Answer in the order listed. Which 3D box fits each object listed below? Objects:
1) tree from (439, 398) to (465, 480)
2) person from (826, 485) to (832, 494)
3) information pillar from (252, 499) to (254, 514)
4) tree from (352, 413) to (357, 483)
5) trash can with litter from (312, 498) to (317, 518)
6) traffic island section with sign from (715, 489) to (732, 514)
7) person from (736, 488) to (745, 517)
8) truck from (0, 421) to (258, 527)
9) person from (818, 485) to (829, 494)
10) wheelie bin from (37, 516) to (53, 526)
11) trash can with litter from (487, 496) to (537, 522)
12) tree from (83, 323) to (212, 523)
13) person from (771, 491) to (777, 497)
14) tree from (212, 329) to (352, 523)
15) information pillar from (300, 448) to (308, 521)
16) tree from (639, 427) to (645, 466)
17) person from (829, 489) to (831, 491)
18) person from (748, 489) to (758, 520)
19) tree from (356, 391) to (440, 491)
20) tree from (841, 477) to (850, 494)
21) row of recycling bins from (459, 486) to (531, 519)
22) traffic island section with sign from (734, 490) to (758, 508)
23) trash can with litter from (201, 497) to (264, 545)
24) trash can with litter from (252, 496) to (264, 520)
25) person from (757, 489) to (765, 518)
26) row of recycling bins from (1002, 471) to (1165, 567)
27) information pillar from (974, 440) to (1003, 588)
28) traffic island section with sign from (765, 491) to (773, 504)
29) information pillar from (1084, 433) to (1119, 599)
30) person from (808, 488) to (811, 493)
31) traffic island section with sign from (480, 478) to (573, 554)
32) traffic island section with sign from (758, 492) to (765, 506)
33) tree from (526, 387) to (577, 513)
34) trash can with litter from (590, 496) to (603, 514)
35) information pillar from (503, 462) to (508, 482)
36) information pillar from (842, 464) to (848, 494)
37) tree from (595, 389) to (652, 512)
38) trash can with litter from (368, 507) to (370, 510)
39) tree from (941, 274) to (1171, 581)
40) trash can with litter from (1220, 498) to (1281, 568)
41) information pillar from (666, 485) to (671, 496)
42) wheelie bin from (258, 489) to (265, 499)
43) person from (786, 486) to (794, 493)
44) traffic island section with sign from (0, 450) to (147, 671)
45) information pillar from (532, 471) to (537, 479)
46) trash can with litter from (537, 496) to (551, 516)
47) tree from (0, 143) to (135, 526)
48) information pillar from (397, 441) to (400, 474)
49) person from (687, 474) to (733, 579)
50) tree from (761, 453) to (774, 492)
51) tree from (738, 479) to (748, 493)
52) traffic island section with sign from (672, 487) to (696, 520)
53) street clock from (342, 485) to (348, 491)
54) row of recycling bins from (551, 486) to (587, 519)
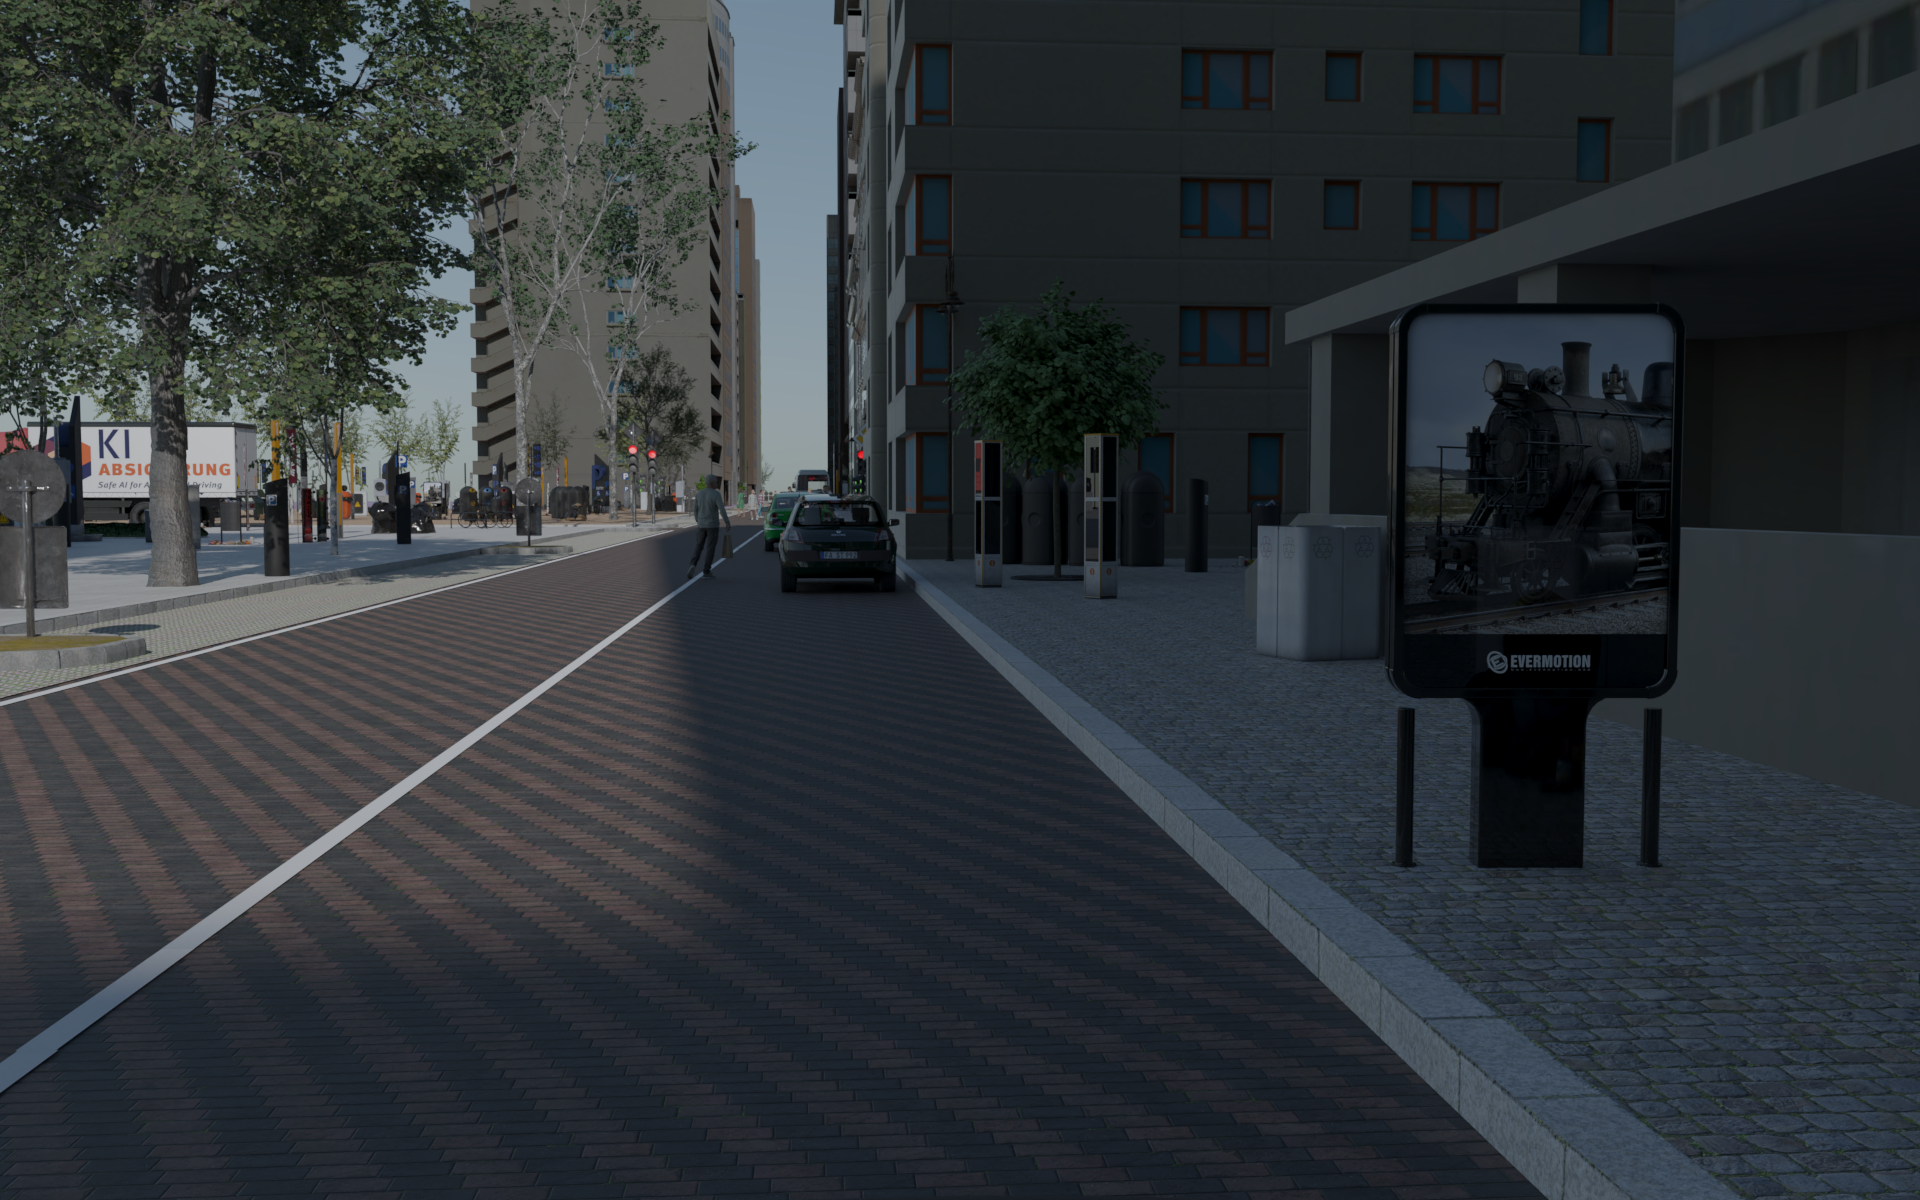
[{"bbox_3d":[-39.213,-11.009,130.363,4.737,8.622,4.395,0,3,0],"label":"tree"},{"bbox_3d":[-6.105,-4.358,79.851,0.679,1.850,0.850,3,5,40],"label":"person"},{"bbox_3d":[-44.398,-6.394,109.028,0.304,2.012,0.304,-2,4,-31],"label":"information pillar"},{"bbox_3d":[-44.628,-10.759,126.265,4.737,8.622,4.395,0,3,0],"label":"tree"},{"bbox_3d":[-34.049,-4.913,91.716,1.055,1.170,0.624,-1,4,-8],"label":"trash can with litter"},{"bbox_3d":[-17.414,-7.070,124.223,1.989,1.847,2.006,0,4,-5],"label":"traffic island section with sign"},{"bbox_3d":[-13.522,-5.999,106.831,0.529,1.795,0.600,1,4,11],"label":"person"},{"bbox_3d":[-33.761,-4.847,68.162,11.283,4.237,2.839,0,4,-3],"label":"truck"},{"bbox_3d":[-6.070,-4.184,76.873,0.622,1.834,0.822,-3,5,-41],"label":"person"},{"bbox_3d":[-25.388,-2.456,48.066,0.980,1.594,0.693,0,4,-4],"label":"wheelie bin"},{"bbox_3d":[-21.192,-4.263,80.758,2.233,1.210,1.678,-2,4,-29],"label":"trash can with litter"},{"bbox_3d":[-35.486,-7.585,74.369,4.737,8.622,4.395,0,3,0],"label":"tree"},{"bbox_3d":[-19.287,-10.446,179.830,0.750,1.759,0.617,-2,4,-32],"label":"person"},{"bbox_3d":[-29.546,-7.665,75.689,4.737,8.622,4.395,0,3,0],"label":"tree"},{"bbox_3d":[-30.931,-5.523,81.659,0.183,3.616,0.504,1,4,12],"label":"information pillar"},{"bbox_3d":[-24.516,-11.783,143.018,4.360,8.622,3.978,0,3,0],"label":"tree"},{"bbox_3d":[-6.769,-4.985,90.346,0.599,1.781,0.374,1,4,19],"label":"person"},{"bbox_3d":[-11.544,-5.324,96.551,0.512,1.701,0.522,-1,4,-17],"label":"person"},{"bbox_3d":[-38.807,-10.360,119.746,4.737,8.622,4.395,0,3,0],"label":"tree"},{"bbox_3d":[-9.782,-9.665,152.632,1.663,3.219,1.824,0,3,0],"label":"tree"},{"bbox_3d":[-23.877,-5.007,88.970,3.534,1.692,1.069,-1,4,-20],"label":"row of recycling bins"},{"bbox_3d":[-21.566,-10.078,173.400,1.989,1.847,2.006,0,4,-5],"label":"traffic island section with sign"},{"bbox_3d":[-18.875,-2.018,44.044,2.233,1.210,1.678,0,4,3],"label":"trash can with litter"},{"bbox_3d":[-34.068,-4.470,84.475,1.055,1.170,0.624,3,5,44],"label":"trash can with litter"},{"bbox_3d":[-12.174,-5.885,105.553,0.643,1.720,0.563,-1,4,-21],"label":"person"},{"bbox_3d":[2.003,-1.482,31.337,3.534,1.692,1.069,2,4,24],"label":"row of recycling bins"},{"bbox_3d":[0.392,-1.180,23.779,0.304,2.012,0.304,-1,4,-20],"label":"information pillar"},{"bbox_3d":[-28.535,-15.122,255.878,1.989,1.847,2.006,0,4,-5],"label":"traffic island section with sign"},{"bbox_3d":[1.729,-1.022,21.210,0.304,2.012,0.304,-3,4,-39],"label":"information pillar"},{"bbox_3d":[-9.383,-6.093,108.472,0.624,1.780,0.694,2,4,34],"label":"person"},{"bbox_3d":[-10.463,-2.039,41.969,1.989,1.847,2.006,0,4,-5],"label":"traffic island section with sign"},{"bbox_3d":[-23.833,-11.721,200.260,1.989,1.847,2.006,0,4,-5],"label":"traffic island section with sign"},{"bbox_3d":[-28.588,-10.375,119.991,4.360,8.622,3.978,0,3,0],"label":"tree"},{"bbox_3d":[-23.854,-6.209,112.897,0.624,1.170,1.055,3,5,40],"label":"trash can with litter"},{"bbox_3d":[-33.085,-8.248,126.206,0.504,3.616,0.183,3,5,43],"label":"information pillar"},{"bbox_3d":[-9.084,-8.905,136.947,0.504,3.616,0.183,2,4,28],"label":"information pillar"},{"bbox_3d":[-23.050,-10.403,120.458,4.737,8.622,4.395,0,3,0],"label":"tree"},{"bbox_3d":[-47.341,-7.739,137.921,1.055,1.170,0.624,1,4,23],"label":"trash can with litter"},{"bbox_3d":[1.450,-2.597,26.169,4.285,4.588,4.351,0,3,0],"label":"tree"},{"bbox_3d":[5.774,-1.192,30.548,2.233,1.210,1.678,1,4,16],"label":"trash can with litter"},{"bbox_3d":[-23.027,-8.095,136.848,0.304,2.012,0.304,3,5,42],"label":"information pillar"},{"bbox_3d":[-46.330,-6.517,114.458,0.693,1.594,0.980,1,4,19],"label":"wheelie bin"},{"bbox_3d":[-9.033,-5.189,93.152,0.655,1.846,0.447,-3,4,-36],"label":"person"},{"bbox_3d":[-8.170,-0.377,14.786,1.989,1.847,2.006,0,4,-5],"label":"traffic island section with sign"},{"bbox_3d":[-36.197,-9.566,147.756,0.504,3.616,0.183,-1,4,-18],"label":"information pillar"},{"bbox_3d":[-24.724,-5.565,102.051,1.678,1.210,2.233,2,4,25],"label":"trash can with litter"},{"bbox_3d":[-18.970,-5.179,35.037,4.360,8.622,3.978,0,3,0],"label":"tree"},{"bbox_3d":[-24.553,-5.161,75.731,0.183,3.616,0.504,-1,4,-15],"label":"information pillar"},{"bbox_3d":[-4.195,-1.240,29.264,0.782,1.767,0.515,2,4,25],"label":"person"},{"bbox_3d":[-35.207,-21.801,306.810,4.360,8.622,3.978,0,3,0],"label":"tree"},{"bbox_3d":[-28.222,-14.011,223.679,1.663,3.219,1.824,0,3,0],"label":"tree"},{"bbox_3d":[-15.137,-5.427,97.364,1.989,1.847,2.006,0,4,-5],"label":"traffic island section with sign"},{"bbox_3d":[-49.614,-8.259,139.596,0.471,2.002,0.358,0,4,-1],"label":"street clock"},{"bbox_3d":[-20.438,-5.087,90.291,1.069,1.692,3.534,-2,4,-33],"label":"row of recycling bins"}]
